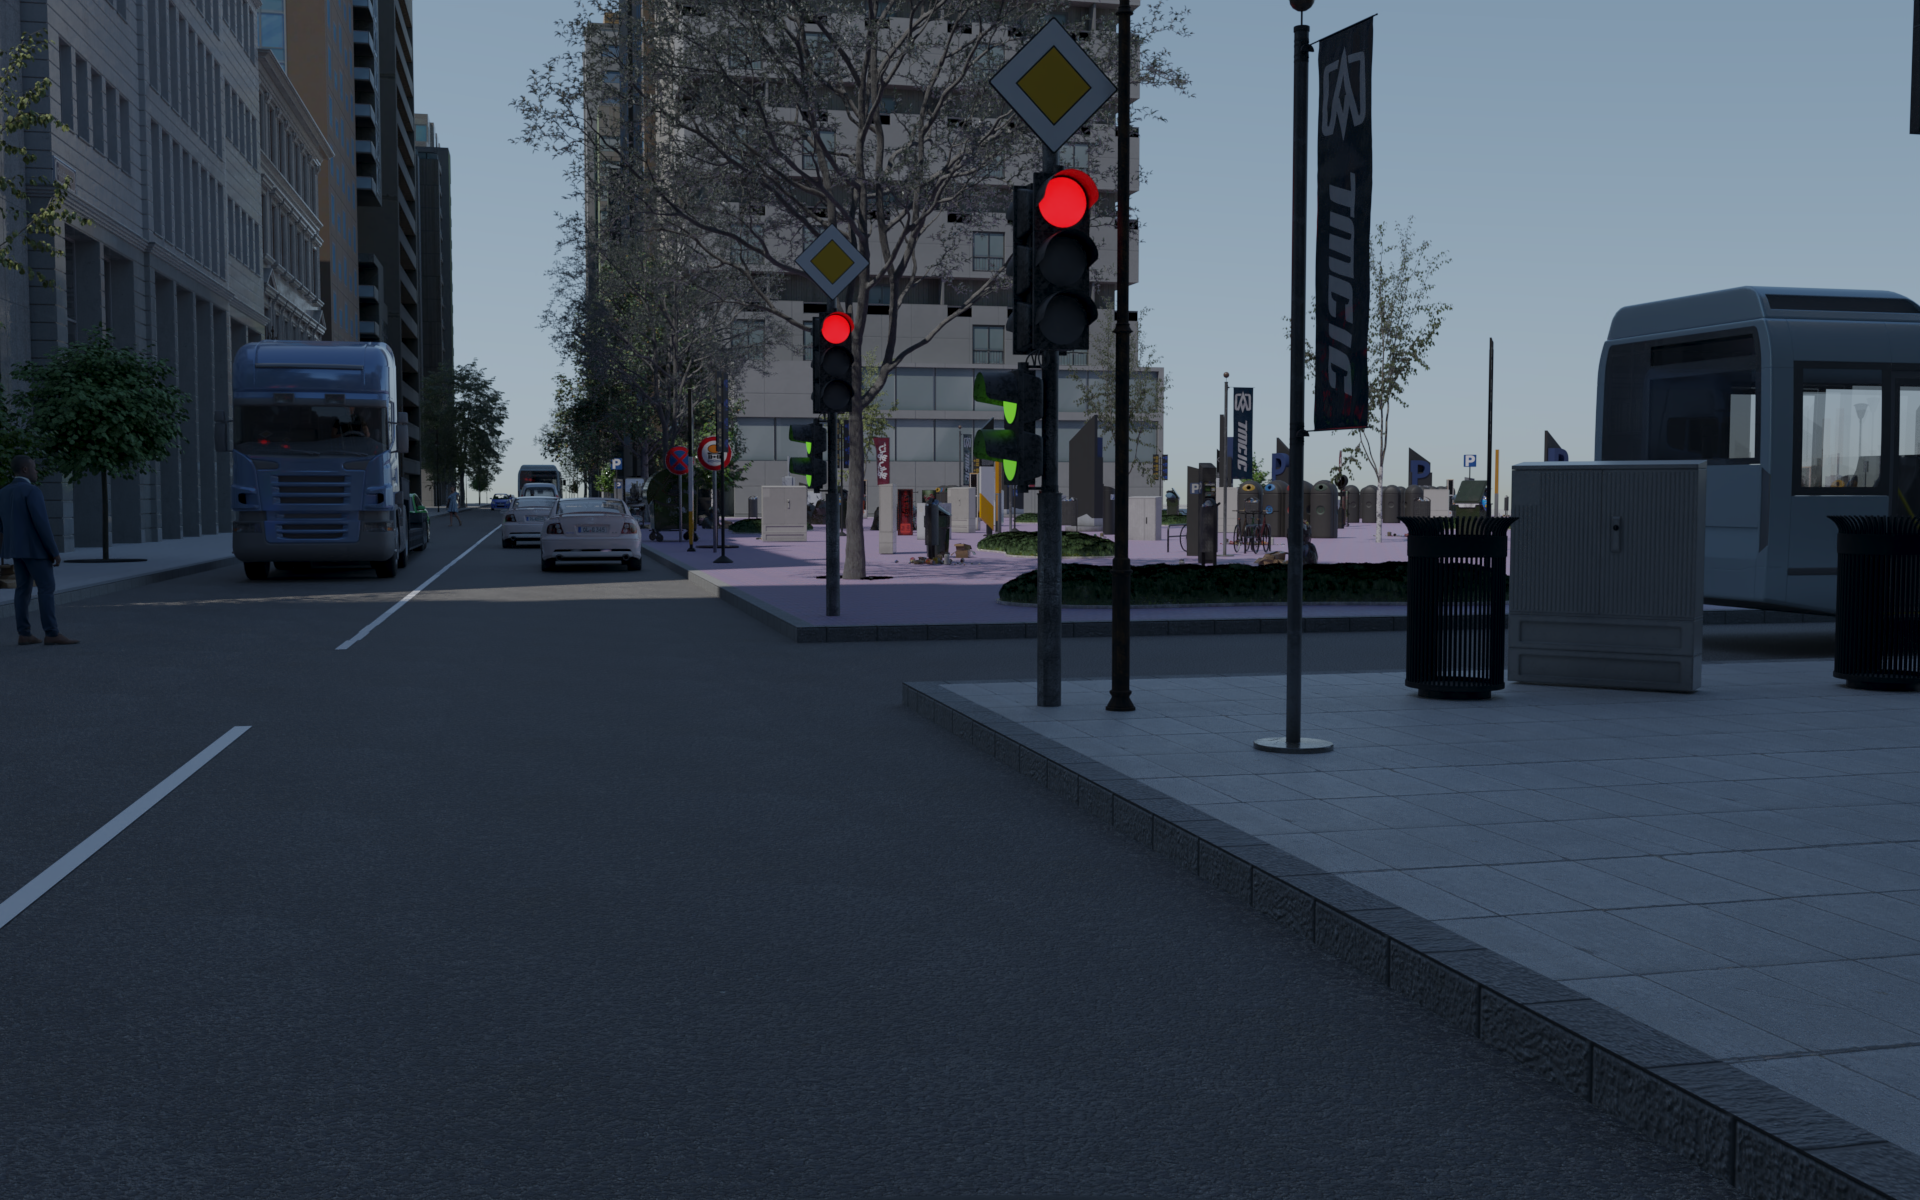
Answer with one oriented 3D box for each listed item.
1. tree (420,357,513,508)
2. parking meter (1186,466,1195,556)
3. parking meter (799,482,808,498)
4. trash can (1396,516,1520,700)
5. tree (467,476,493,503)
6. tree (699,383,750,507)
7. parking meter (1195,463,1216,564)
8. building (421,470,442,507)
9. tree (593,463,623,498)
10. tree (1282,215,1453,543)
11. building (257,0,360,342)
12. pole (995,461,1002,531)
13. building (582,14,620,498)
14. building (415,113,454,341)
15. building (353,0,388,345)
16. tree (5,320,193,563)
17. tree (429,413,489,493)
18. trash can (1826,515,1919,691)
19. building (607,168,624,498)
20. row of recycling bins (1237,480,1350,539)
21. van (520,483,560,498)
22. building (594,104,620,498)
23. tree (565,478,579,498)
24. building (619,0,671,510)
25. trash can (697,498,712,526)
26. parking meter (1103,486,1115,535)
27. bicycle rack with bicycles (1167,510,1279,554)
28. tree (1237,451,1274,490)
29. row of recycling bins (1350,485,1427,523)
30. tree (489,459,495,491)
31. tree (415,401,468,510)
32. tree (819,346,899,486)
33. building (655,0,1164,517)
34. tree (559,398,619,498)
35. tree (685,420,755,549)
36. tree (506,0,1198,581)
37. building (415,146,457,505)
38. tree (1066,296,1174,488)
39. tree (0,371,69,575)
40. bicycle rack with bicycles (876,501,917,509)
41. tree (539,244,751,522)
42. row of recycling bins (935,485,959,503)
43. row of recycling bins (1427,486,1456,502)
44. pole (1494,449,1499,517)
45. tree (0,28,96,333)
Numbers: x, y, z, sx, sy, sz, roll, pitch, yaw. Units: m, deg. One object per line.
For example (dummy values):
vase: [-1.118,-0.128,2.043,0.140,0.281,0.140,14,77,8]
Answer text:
tree: [-46.332,-15.521,160.420,9.857,13.997,8.962,0,3,0]
parking meter: [4.907,-1.842,35.834,0.399,1.863,0.255,1,4,20]
parking meter: [-7.836,-4.950,86.649,0.399,1.863,0.255,1,4,12]
trash can: [3.142,0.042,10.972,0.748,1.137,0.748,0,3,0]
tree: [-67.369,-15.879,243.328,4.285,4.588,4.351,0,3,0]
tree: [-12.747,-8.379,87.365,4.360,8.622,3.978,0,3,0]
parking meter: [4.572,-1.611,32.043,0.255,1.863,0.399,0,4,-6]
building: [-64.908,-45.270,178.413,20.563,71.187,20.611,-1,4,-14]
tree: [-19.407,-6.207,96.091,1.663,3.219,1.824,0,3,0]
tree: [10.930,-5.836,45.788,4.360,8.622,3.978,0,3,0]
building: [-40.422,-27.077,92.821,14.600,45.320,14.200,-1,4,-14]
pole: [1.276,-3.906,57.710,0.158,3.312,0.155,0,3,0]
building: [-37.106,-41.542,221.216,21.231,58.520,28.212,-1,4,-14]
building: [-75.554,-36.564,217.425,23.786,49.044,30.456,-1,4,-14]
building: [-48.788,-48.935,112.753,22.319,86.520,31.000,-1,4,-14]
tree: [-16.303,-2.998,32.729,4.285,4.588,4.351,0,3,0]
tree: [-44.011,-12.273,151.018,4.737,8.622,4.395,0,3,0]
trash can: [6.128,0.013,11.449,0.748,1.137,0.748,0,3,0]
building: [-24.822,-23.591,157.418,14.160,30.474,14.107,-1,4,-14]
row of recycling bins: [9.676,-2.699,51.244,1.069,1.692,3.534,-3,5,-42]
van: [-16.573,-3.754,68.388,2.013,2.044,4.112,-1,4,-13]
building: [-31.563,-30.713,185.753,14.154,41.232,14.086,-1,4,-14]
tree: [-43.149,-12.188,193.872,1.663,3.219,1.824,0,3,0]
building: [-20.456,-30.097,142.192,14.600,45.320,14.200,-1,4,-14]
trash can: [-10.354,-3.570,70.023,0.748,1.137,0.748,0,3,0]
parking meter: [4.685,-2.820,54.523,0.372,1.533,0.369,0,3,0]
bicycle rack with bicycles: [5.957,-1.538,38.534,2.852,0.926,2.925,2,4,29]
tree: [13.200,-5.090,77.820,1.663,3.219,1.824,0,3,0]
row of recycling bins: [18.627,-4.238,76.400,3.534,1.692,1.069,1,4,18]
tree: [-59.056,-16.056,212.878,4.737,8.622,4.395,0,3,0]
tree: [-40.847,-11.438,137.378,4.360,8.622,3.978,0,3,0]
tree: [-4.966,-8.338,86.696,4.737,8.622,4.395,0,3,0]
building: [-4.863,-31.833,109.705,28.713,52.752,27.495,-1,4,-14]
tree: [-26.921,-10.739,125.938,4.360,8.622,3.978,0,3,0]
tree: [-5.675,-2.855,41.280,1.663,3.219,1.824,0,3,0]
tree: [-1.475,-7.062,25.830,12.009,13.543,11.850,0,3,0]
building: [-65.240,-31.405,197.060,14.154,41.232,14.086,-1,4,-14]
tree: [5.984,-6.947,63.944,4.360,8.622,3.978,0,3,0]
tree: [-15.042,-1.989,27.116,1.663,3.219,1.824,0,3,0]
bicycle rack with bicycles: [-3.301,-4.765,91.290,2.925,0.926,2.852,-3,5,-43]
tree: [-14.237,-9.872,78.422,9.611,12.733,9.660,0,3,0]
row of recycling bins: [-0.490,-4.499,80.667,1.069,1.692,3.534,-1,4,-10]
row of recycling bins: [24.306,-4.979,88.523,1.069,1.692,3.534,3,5,43]
pole: [24.533,-5.218,79.161,0.158,3.312,0.155,0,3,0]
tree: [-12.507,-4.253,19.897,4.737,8.622,4.395,0,3,0]
